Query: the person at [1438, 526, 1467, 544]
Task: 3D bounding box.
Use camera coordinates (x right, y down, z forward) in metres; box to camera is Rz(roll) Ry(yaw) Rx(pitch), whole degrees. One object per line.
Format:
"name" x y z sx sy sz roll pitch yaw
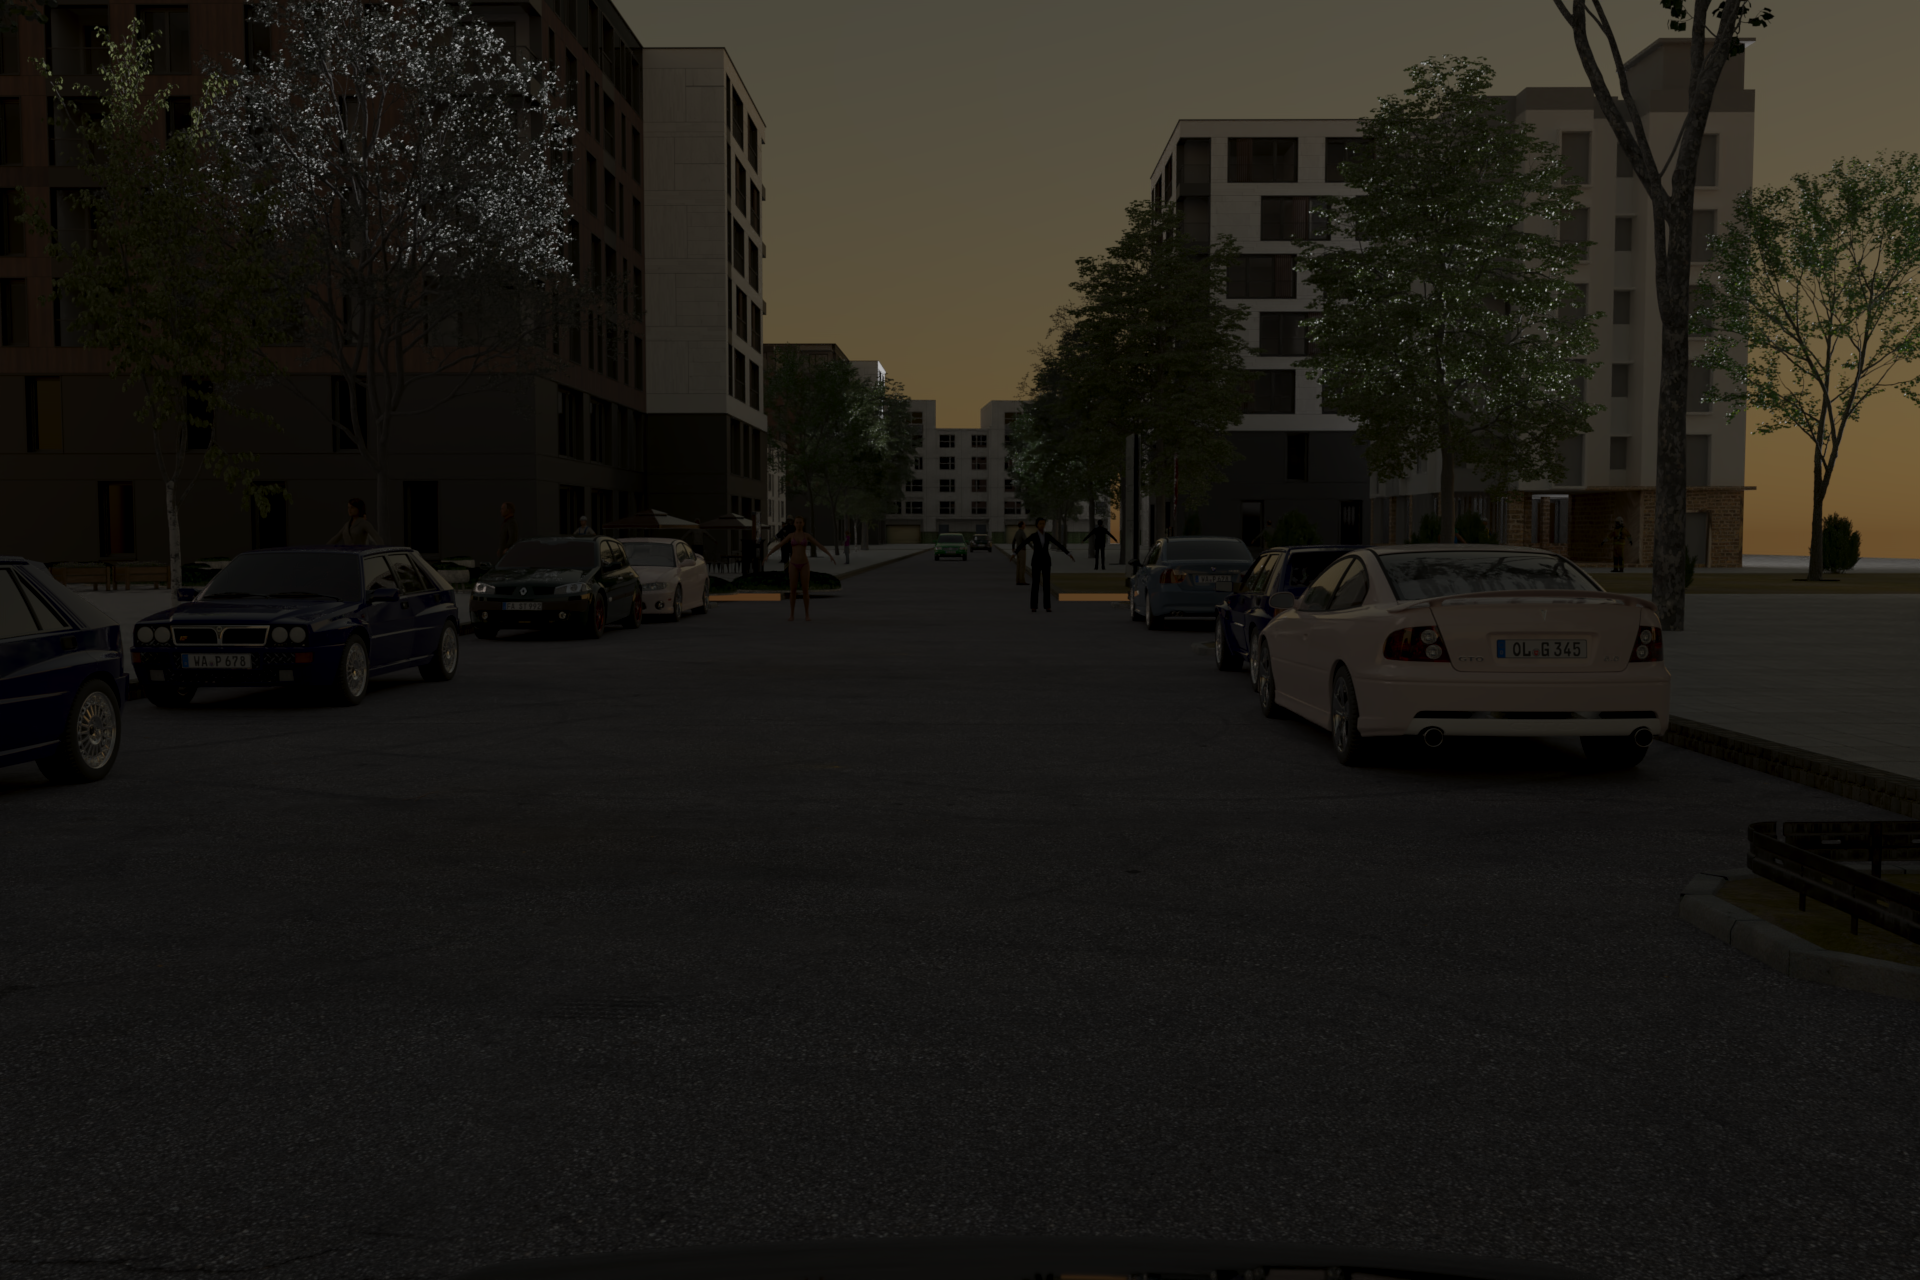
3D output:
"person" 12.157 -2.248 42.888 0.704 1.817 1.347 -1 4 -15

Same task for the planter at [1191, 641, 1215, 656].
"planter" 3.831 0.010 20.969 1.991 0.319 1.994 0 4 1

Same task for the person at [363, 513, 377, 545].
"person" -14.298 -2.159 41.482 0.705 1.806 1.347 0 4 6

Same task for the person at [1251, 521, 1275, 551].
"person" 11.890 -3.697 66.715 1.348 1.796 0.705 -1 4 -12

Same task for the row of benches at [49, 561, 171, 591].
"row of benches" -19.651 -1.429 38.827 1.422 0.672 4.104 3 4 36

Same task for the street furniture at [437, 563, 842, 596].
"street furniture" -7.880 -1.416 38.775 10.072 0.657 5.734 1 4 9

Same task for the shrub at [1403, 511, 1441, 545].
"shrub" 14.558 -2.999 53.449 1.690 2.028 1.600 0 3 0

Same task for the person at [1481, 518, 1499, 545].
"person" 17.674 -3.205 58.364 1.349 1.833 0.705 -3 4 -38

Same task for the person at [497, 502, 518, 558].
"person" -7.432 -1.362 28.444 0.705 1.807 1.348 -1 4 -19

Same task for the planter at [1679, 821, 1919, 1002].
"planter" 3.678 0.922 6.073 1.991 0.319 1.994 0 4 0

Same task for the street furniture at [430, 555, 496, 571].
"street furniture" -13.041 -1.967 47.792 5.734 0.657 10.072 0 4 3

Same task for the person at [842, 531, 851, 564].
"person" -4.862 -3.937 73.635 0.599 1.433 0.991 1 4 14

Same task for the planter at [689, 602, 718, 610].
"planter" -5.768 -0.767 33.679 1.991 0.319 1.994 0 4 1

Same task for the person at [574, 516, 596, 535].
"person" -11.884 -2.985 54.668 1.347 1.847 0.705 1 4 21

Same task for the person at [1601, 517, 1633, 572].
"person" 22.023 -3.191 57.948 0.705 1.858 1.354 -2 4 -24

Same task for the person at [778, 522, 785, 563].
"person" -7.851 -4.354 77.129 1.347 1.837 0.705 3 4 37

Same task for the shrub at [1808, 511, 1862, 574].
"shrub" 28.375 -3.164 56.153 1.690 2.028 1.600 0 3 0

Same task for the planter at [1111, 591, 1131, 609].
"planter" 3.975 -0.782 33.932 1.991 0.319 1.994 0 4 0

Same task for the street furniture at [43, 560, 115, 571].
"street furniture" -28.226 -2.044 49.042 5.734 0.657 10.072 3 4 37

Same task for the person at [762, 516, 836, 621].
"person" -2.651 -1.180 28.555 1.217 1.733 0.721 0 4 -3

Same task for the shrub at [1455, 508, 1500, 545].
"shrub" 14.402 -2.720 48.884 1.690 2.028 1.600 0 3 0

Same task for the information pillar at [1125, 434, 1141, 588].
"information pillar" 4.125 -3.060 41.347 0.184 3.620 1.656 0 4 0

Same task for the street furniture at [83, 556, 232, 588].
"street furniture" -19.228 -1.858 45.997 5.734 0.657 10.072 0 4 0

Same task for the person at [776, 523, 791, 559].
"person" -7.435 -4.242 75.501 1.345 1.843 0.704 1 4 18

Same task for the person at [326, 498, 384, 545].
"person" -7.731 -0.933 22.012 1.215 1.744 0.721 2 4 27

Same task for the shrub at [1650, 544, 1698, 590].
"shrub" 16.171 -1.720 39.247 1.383 1.207 1.383 0 3 0

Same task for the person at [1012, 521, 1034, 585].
"person" 1.746 -2.437 48.573 0.705 1.796 1.348 -2 4 -26

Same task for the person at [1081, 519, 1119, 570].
"person" 5.027 -3.427 62.213 1.347 1.806 0.705 0 4 1

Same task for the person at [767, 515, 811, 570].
"person" -5.107 -2.825 51.972 1.354 1.856 0.705 0 4 6

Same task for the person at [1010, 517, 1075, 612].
"person" 1.502 -1.379 31.728 1.216 1.740 0.721 -1 4 -9

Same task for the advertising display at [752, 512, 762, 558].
"advertising display" -5.873 -2.745 50.088 0.123 1.923 0.974 0 4 3

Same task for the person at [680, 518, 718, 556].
"person" -8.939 -3.233 58.991 1.348 1.813 0.705 -1 4 -13

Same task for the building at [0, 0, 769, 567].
"building" -23.823 -13.890 71.083 27.936 21.610 32.646 0 4 1

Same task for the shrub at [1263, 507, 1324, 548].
"shrub" 9.765 -2.856 50.742 1.661 2.075 1.752 0 3 0
